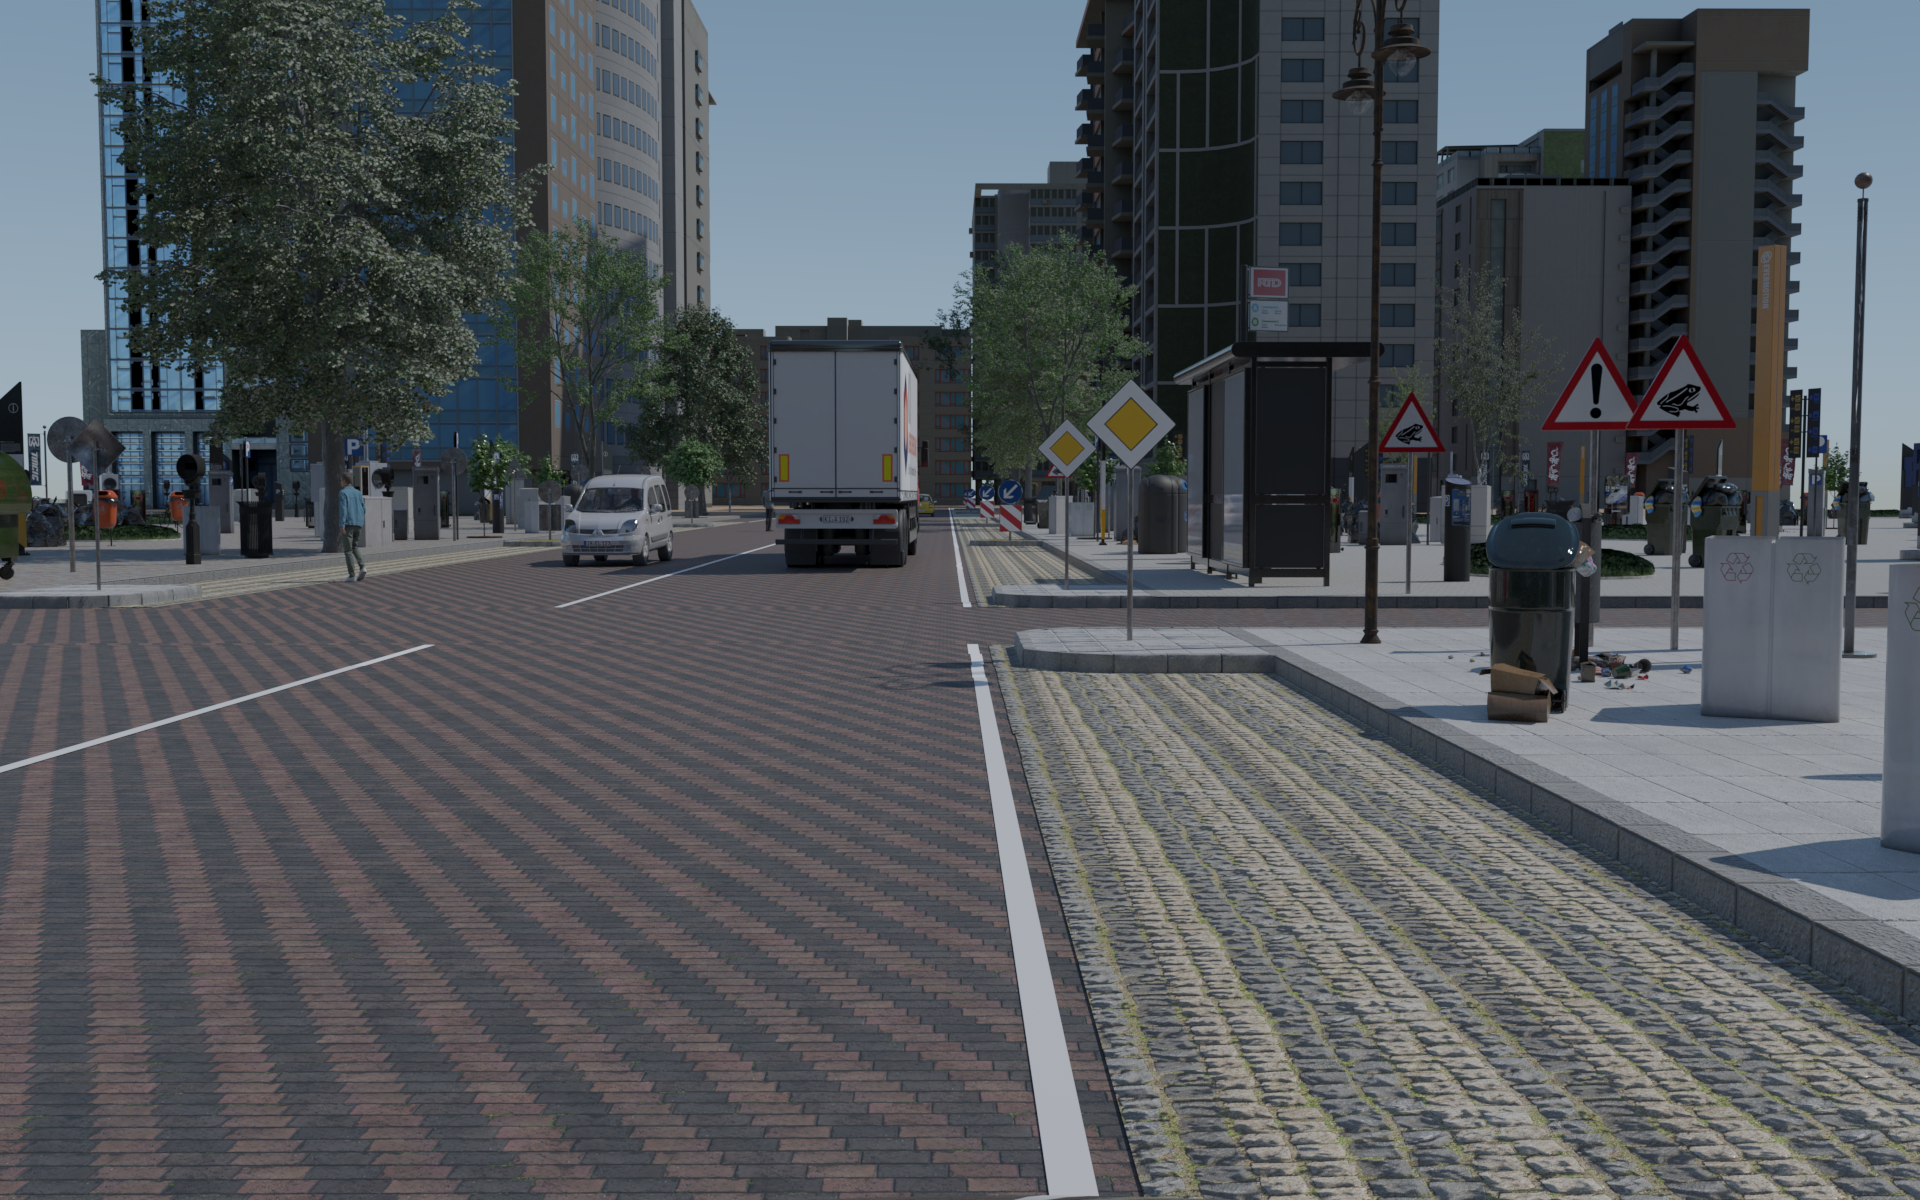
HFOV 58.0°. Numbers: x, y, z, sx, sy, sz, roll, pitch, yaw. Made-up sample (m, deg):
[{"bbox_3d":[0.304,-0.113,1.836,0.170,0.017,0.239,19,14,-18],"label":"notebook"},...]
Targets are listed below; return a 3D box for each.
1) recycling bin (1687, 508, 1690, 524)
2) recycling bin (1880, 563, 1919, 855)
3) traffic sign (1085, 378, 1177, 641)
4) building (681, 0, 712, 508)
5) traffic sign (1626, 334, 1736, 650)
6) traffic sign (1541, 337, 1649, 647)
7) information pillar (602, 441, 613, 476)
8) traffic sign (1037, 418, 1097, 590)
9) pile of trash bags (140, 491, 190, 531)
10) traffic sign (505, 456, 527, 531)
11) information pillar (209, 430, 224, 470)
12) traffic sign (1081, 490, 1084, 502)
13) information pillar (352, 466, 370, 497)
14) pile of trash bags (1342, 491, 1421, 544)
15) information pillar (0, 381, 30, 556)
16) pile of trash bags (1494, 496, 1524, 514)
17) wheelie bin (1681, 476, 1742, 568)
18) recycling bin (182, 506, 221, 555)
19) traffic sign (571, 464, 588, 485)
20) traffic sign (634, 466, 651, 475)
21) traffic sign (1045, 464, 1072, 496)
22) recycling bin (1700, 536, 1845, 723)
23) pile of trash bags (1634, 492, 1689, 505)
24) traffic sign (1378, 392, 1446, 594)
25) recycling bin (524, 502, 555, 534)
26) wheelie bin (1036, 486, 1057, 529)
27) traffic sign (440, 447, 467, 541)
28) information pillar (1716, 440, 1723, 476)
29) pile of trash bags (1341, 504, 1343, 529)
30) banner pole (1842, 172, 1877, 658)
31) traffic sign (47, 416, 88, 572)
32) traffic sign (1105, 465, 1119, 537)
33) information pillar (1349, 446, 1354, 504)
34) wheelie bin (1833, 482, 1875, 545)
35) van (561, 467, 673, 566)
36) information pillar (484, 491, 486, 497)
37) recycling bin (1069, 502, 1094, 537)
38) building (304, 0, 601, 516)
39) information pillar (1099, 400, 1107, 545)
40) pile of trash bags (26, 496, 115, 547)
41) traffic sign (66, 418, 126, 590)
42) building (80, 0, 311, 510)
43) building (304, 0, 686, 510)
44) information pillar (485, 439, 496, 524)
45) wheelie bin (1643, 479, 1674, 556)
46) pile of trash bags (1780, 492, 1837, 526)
[{"bbox_3d":[22.453,-2.427,52.240,0.722,1.027,0.722,0,4,-6],"label":"recycling bin"},{"bbox_3d":[3.818,0.392,6.140,0.722,1.027,0.722,-2,4,-28],"label":"recycling bin"},{"bbox_3d":[1.484,-0.701,15.111,0.795,2.450,0.064,0,4,0],"label":"traffic sign"},{"bbox_3d":[-34.358,-32.499,155.062,21.600,48.544,21.300,0,4,0],"label":"building"},{"bbox_3d":[5.893,-0.869,14.217,0.884,2.594,0.081,0,4,3],"label":"traffic sign"},{"bbox_3d":[5.290,-0.885,14.478,0.884,2.594,0.081,0,4,5],"label":"traffic sign"},{"bbox_3d":[-15.687,-5.238,76.999,0.504,3.616,0.183,-3,5,-40],"label":"information pillar"},{"bbox_3d":[1.423,-1.190,23.096,0.795,2.450,0.064,0,4,0],"label":"traffic sign"},{"bbox_3d":[-25.686,-2.682,53.596,3.447,1.369,1.912,-3,4,-36],"label":"pile of trash bags"},{"bbox_3d":[-15.353,-3.652,59.719,0.884,2.594,0.081,0,4,7],"label":"traffic sign"},{"bbox_3d":[-26.808,-4.352,62.518,0.504,3.616,0.183,0,4,3],"label":"information pillar"},{"bbox_3d":[3.870,-3.336,54.645,0.768,2.556,0.104,0,4,3],"label":"traffic sign"},{"bbox_3d":[-15.631,-2.491,45.221,0.304,2.012,0.304,2,4,25],"label":"information pillar"},{"bbox_3d":[11.295,-2.230,46.207,1.912,1.369,3.447,1,4,14],"label":"pile of trash bags"},{"bbox_3d":[-19.736,-2.736,36.092,0.504,3.616,0.183,0,4,1],"label":"information pillar"},{"bbox_3d":[28.298,-4.940,90.514,3.447,1.369,1.912,3,4,37],"label":"pile of trash bags"},{"bbox_3d":[13.206,-1.367,30.259,0.980,1.594,0.693,-2,4,-35],"label":"wheelie bin"},{"bbox_3d":[-16.083,-1.479,36.730,0.722,1.027,0.722,-2,4,-24],"label":"recycling bin"},{"bbox_3d":[-16.251,-4.517,73.952,0.768,2.556,0.104,0,4,4],"label":"traffic sign"},{"bbox_3d":[-14.286,-4.758,77.907,0.768,2.556,0.104,0,4,1],"label":"traffic sign"},{"bbox_3d":[3.249,-3.502,57.265,0.884,2.594,0.081,0,4,5],"label":"traffic sign"},{"bbox_3d":[4.759,0.148,10.133,0.722,1.027,0.722,2,4,27],"label":"recycling bin"},{"bbox_3d":[38.738,-5.214,94.998,3.447,1.369,1.912,1,4,13],"label":"pile of trash bags"},{"bbox_3d":[5.759,-1.357,22.187,0.884,2.594,0.081,0,4,1],"label":"traffic sign"},{"bbox_3d":[-13.743,-2.697,56.647,0.722,1.027,0.722,3,5,39],"label":"recycling bin"},{"bbox_3d":[3.261,-3.443,64.197,0.693,1.594,0.980,-3,5,-42],"label":"wheelie bin"},{"bbox_3d":[-13.822,-2.886,47.286,0.768,2.556,0.104,1,4,9],"label":"traffic sign"},{"bbox_3d":[32.678,-5.090,74.579,0.183,3.616,0.504,3,5,40],"label":"information pillar"},{"bbox_3d":[12.482,-2.878,56.809,1.912,1.369,3.447,2,4,28],"label":"pile of trash bags"},{"bbox_3d":[6.926,-1.429,13.382,0.401,3.779,0.863,2,4,27],"label":"banner pole"},{"bbox_3d":[-14.580,-1.730,28.389,0.768,2.556,0.104,0,4,1],"label":"traffic sign"},{"bbox_3d":[4.427,-3.015,51.419,0.606,2.300,0.079,0,4,6],"label":"traffic sign"},{"bbox_3d":[19.309,-5.753,85.419,0.183,3.616,0.504,0,4,-6],"label":"information pillar"},{"bbox_3d":[22.735,-2.207,43.999,0.980,1.594,0.693,0,4,4],"label":"wheelie bin"},{"bbox_3d":[-7.059,-1.765,35.863,2.013,2.044,4.112,0,4,1],"label":"van"},{"bbox_3d":[-21.944,-5.449,80.443,0.183,3.616,0.504,2,4,27],"label":"information pillar"},{"bbox_3d":[3.659,-2.443,52.502,0.722,1.027,0.722,-1,4,-8],"label":"recycling bin"},{"bbox_3d":[-30.412,-27.846,105.392,14.600,45.320,14.200,0,4,0],"label":"building"},{"bbox_3d":[3.580,-3.182,43.378,0.183,3.616,0.504,0,4,0],"label":"information pillar"},{"bbox_3d":[-22.317,-1.997,42.396,3.447,1.369,1.912,0,4,-1],"label":"pile of trash bags"},{"bbox_3d":[-11.471,-1.185,23.019,0.795,2.450,0.064,0,4,0],"label":"traffic sign"},{"bbox_3d":[-60.685,-51.347,152.187,31.000,86.520,22.319,0,4,0],"label":"building"},{"bbox_3d":[-32.902,-35.754,126.578,21.231,58.520,28.212,0,4,0],"label":"building"},{"bbox_3d":[-20.008,-5.066,74.187,0.183,3.616,0.504,0,4,6],"label":"information pillar"},{"bbox_3d":[14.832,-1.738,36.329,0.980,1.594,0.693,-2,4,-29],"label":"wheelie bin"},{"bbox_3d":[34.631,-3.755,71.145,1.912,1.369,3.447,3,4,36],"label":"pile of trash bags"}]
